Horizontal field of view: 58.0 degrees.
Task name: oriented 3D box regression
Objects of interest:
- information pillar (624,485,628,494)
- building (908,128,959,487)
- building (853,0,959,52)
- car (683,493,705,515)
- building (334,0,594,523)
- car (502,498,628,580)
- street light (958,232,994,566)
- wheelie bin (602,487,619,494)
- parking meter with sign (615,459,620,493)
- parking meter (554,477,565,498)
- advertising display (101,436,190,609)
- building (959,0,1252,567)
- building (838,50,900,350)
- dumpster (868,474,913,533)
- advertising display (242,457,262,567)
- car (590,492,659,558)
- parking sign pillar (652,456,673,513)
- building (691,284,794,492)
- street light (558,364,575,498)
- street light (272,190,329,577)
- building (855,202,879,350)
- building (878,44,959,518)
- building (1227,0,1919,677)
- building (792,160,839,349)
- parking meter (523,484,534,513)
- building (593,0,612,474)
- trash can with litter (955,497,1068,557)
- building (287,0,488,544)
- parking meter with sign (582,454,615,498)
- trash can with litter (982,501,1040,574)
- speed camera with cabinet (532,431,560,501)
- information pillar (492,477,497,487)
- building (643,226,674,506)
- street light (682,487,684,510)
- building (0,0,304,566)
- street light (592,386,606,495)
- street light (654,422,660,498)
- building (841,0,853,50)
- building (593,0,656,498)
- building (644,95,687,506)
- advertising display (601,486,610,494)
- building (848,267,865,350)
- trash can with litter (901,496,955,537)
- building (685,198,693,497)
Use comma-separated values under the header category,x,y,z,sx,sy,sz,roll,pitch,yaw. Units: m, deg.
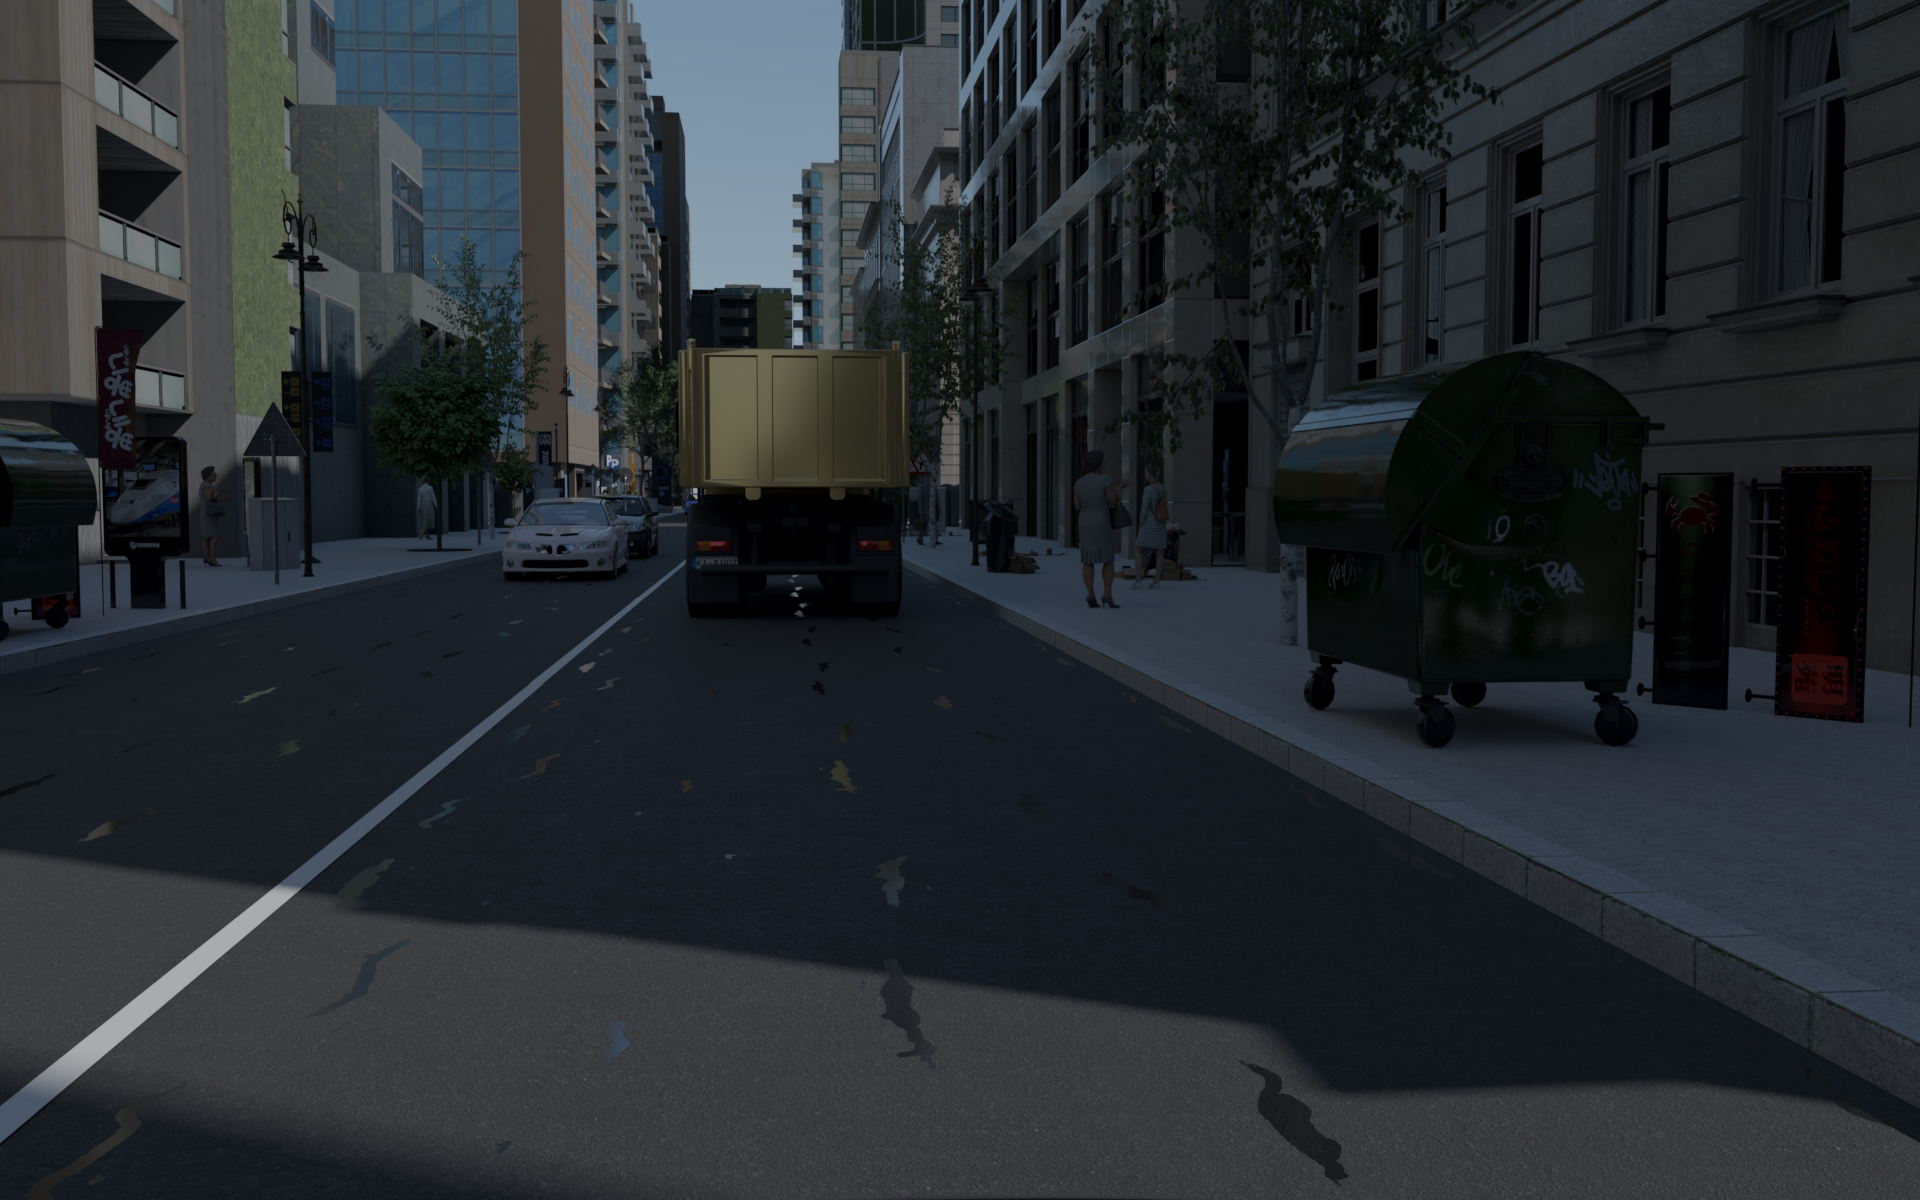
category,x,y,z,sx,sy,sz,roll,pitch,yaw
information pillar,-27.204,-8.357,141.122,0.304,2.012,0.304,-1,4,-20
building,9.916,-14.909,85.560,24.055,21.916,13.314,0,4,-6
building,-2.689,-45.456,181.465,20.563,71.187,20.611,0,4,-6
car,-17.995,-6.690,118.969,1.945,1.707,3.694,0,4,-6
building,-25.021,-26.406,81.855,14.600,45.320,14.200,0,4,-6
car,-6.877,-1.108,30.482,2.083,1.381,4.827,0,4,-7
street light,0.278,-3.552,30.867,0.468,5.910,1.993,0,4,-6
wheelie bin,-15.825,-4.315,78.464,0.693,1.594,0.980,2,4,25
parking meter with sign,-17.060,-5.470,85.703,0.543,3.016,1.738,-1,4,-10
parking meter,-13.866,-3.318,59.955,0.399,1.863,0.255,-1,4,-15
advertising display,-9.099,-0.865,19.360,0.974,1.923,0.123,1,4,8
building,11.379,-14.853,47.356,19.350,26.468,34.151,0,4,-6
building,-4.485,-29.390,164.121,14.154,41.232,14.086,0,4,-6
dumpster,-2.305,-3.211,54.988,1.502,2.255,1.985,0,4,-6
advertising display,-12.428,-1.542,30.430,0.123,1.923,0.974,-2,4,-33
car,-7.886,-1.830,39.701,2.009,1.686,4.222,0,4,-6
parking sign pillar,-20.169,-7.866,117.075,1.447,3.967,1.447,-1,4,-8
building,-30.320,-28.757,241.872,14.107,30.474,14.160,0,4,-6
street light,-14.023,-5.449,61.886,0.468,5.910,1.993,0,4,-6
street light,-10.111,-3.297,26.702,0.468,5.910,1.993,0,4,-6
building,-1.409,-17.969,122.665,11.050,23.489,19.941,0,4,-6
building,1.887,-17.369,102.010,12.078,24.808,19.932,0,4,-6
building,13.613,-11.136,15.363,16.112,22.955,30.059,0,4,-6
building,-8.676,-38.451,248.290,30.456,49.044,23.786,0,4,-6
parking meter,-16.095,-3.603,64.619,0.399,1.863,0.255,-1,4,-19
building,-34.880,-28.069,113.559,22.147,44.769,28.867,0,4,-6
trash can with litter,1.261,-1.524,35.968,2.233,1.210,1.678,-1,4,-17
building,-31.535,-44.994,48.318,31.000,86.520,22.319,0,4,-6
parking meter with sign,-16.194,-4.887,76.168,1.738,3.016,0.543,1,4,17
trash can with litter,0.864,-1.031,28.243,1.055,1.170,0.624,3,5,44
speed camera with cabinet,-12.940,-3.660,54.177,0.660,3.252,2.038,-1,4,-20
information pillar,-20.070,-4.285,74.551,0.304,2.012,0.304,0,4,-7
building,-38.179,-25.266,184.793,14.160,30.474,14.107,0,4,-6
street light,-23.030,-10.463,143.861,0.468,5.910,1.993,0,4,-6
building,-21.254,-21.251,31.052,14.154,41.232,14.086,0,4,-6
street light,-15.380,-6.190,73.993,0.468,5.910,1.993,0,4,-6
street light,-19.192,-8.352,109.343,0.468,5.910,1.993,0,4,-6
building,-5.139,-54.677,206.640,22.319,86.520,31.000,0,4,-6
building,-40.192,-33.128,161.253,23.786,49.044,30.456,0,4,-6
building,-38.608,-33.541,198.506,14.600,45.320,14.200,0,4,-6
advertising display,-29.801,-8.567,145.288,0.974,1.923,0.123,-1,4,-17
building,-3.772,-17.891,141.664,9.793,20.994,18.267,0,4,-6
trash can with litter,-0.885,-2.535,52.498,2.233,1.210,1.678,-1,4,-17
building,-44.274,-33.999,239.478,14.086,41.232,14.154,0,4,-6
